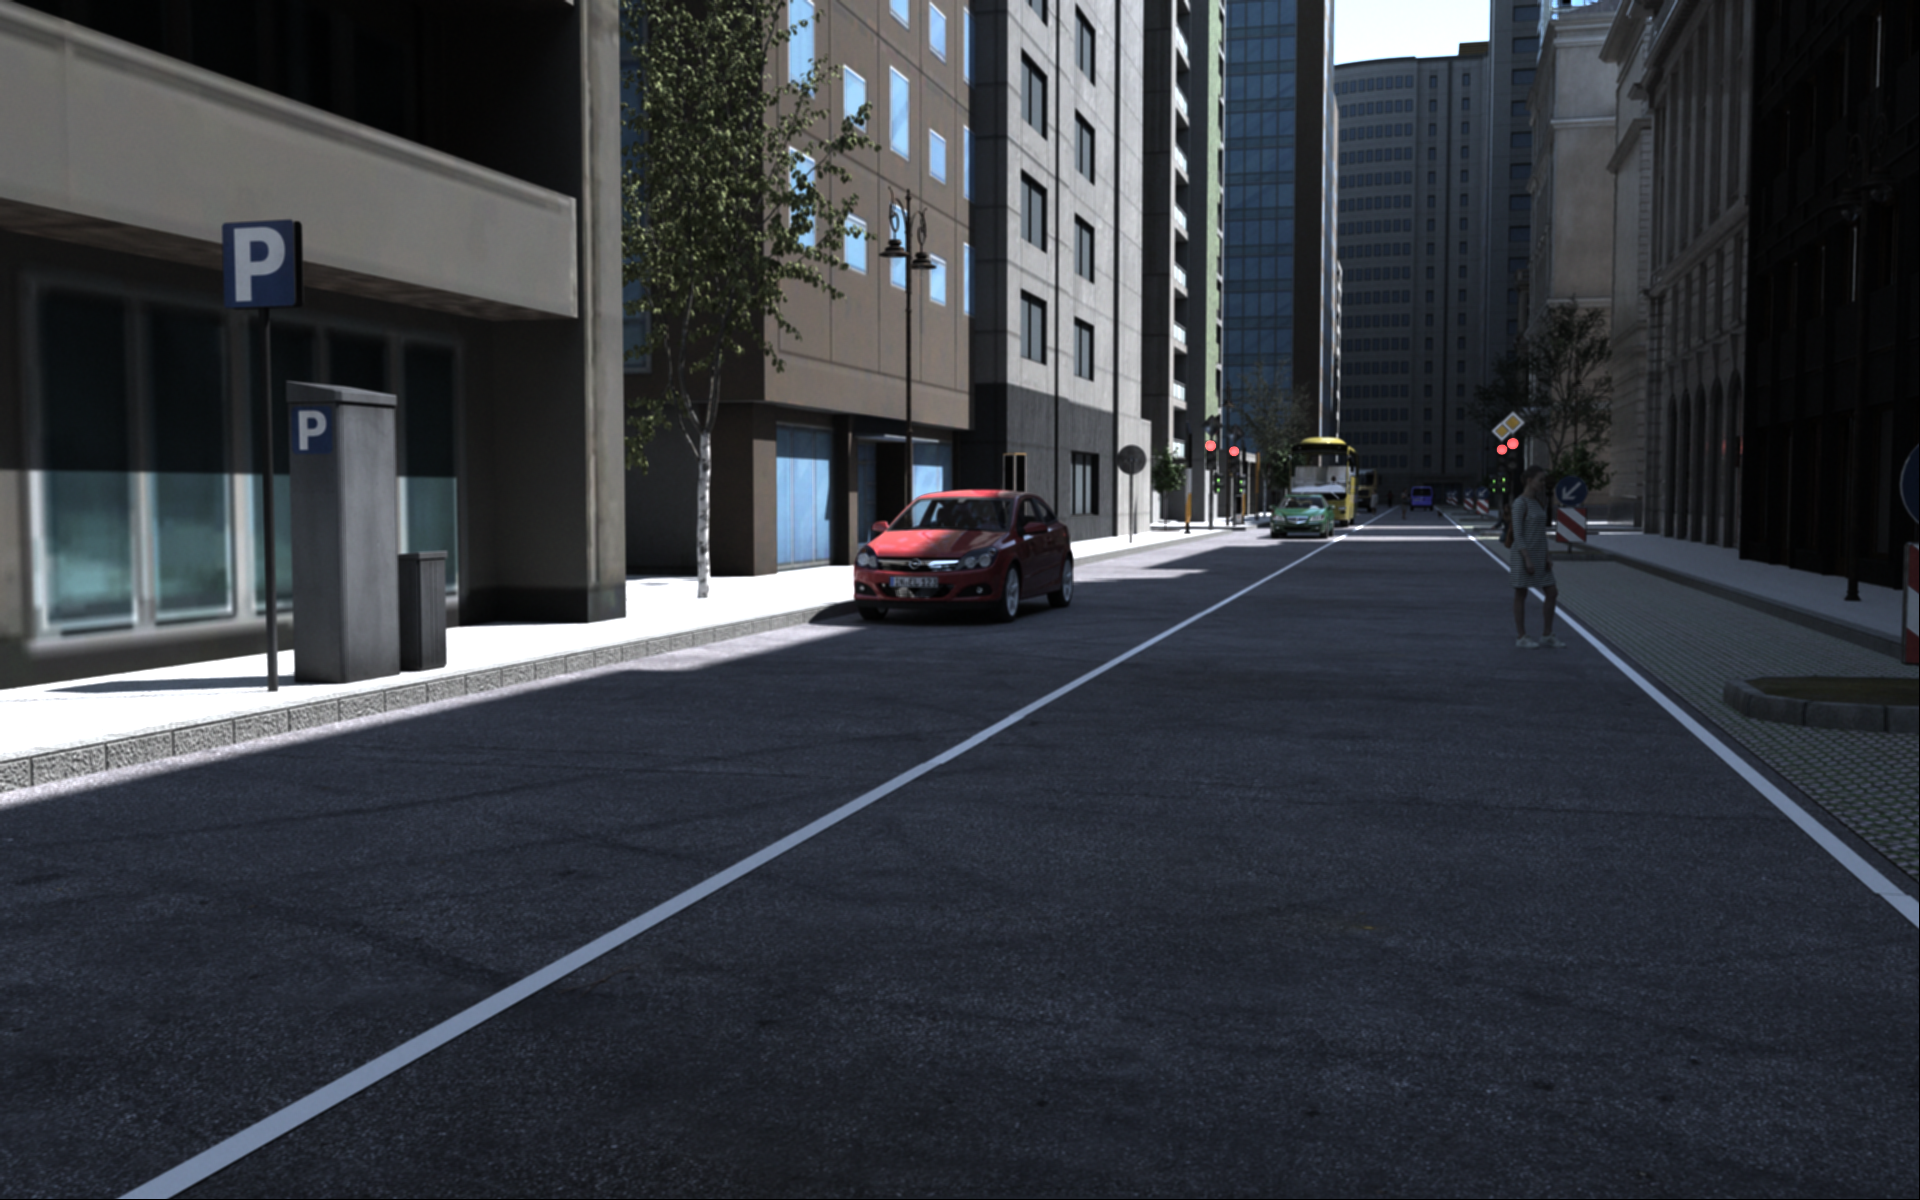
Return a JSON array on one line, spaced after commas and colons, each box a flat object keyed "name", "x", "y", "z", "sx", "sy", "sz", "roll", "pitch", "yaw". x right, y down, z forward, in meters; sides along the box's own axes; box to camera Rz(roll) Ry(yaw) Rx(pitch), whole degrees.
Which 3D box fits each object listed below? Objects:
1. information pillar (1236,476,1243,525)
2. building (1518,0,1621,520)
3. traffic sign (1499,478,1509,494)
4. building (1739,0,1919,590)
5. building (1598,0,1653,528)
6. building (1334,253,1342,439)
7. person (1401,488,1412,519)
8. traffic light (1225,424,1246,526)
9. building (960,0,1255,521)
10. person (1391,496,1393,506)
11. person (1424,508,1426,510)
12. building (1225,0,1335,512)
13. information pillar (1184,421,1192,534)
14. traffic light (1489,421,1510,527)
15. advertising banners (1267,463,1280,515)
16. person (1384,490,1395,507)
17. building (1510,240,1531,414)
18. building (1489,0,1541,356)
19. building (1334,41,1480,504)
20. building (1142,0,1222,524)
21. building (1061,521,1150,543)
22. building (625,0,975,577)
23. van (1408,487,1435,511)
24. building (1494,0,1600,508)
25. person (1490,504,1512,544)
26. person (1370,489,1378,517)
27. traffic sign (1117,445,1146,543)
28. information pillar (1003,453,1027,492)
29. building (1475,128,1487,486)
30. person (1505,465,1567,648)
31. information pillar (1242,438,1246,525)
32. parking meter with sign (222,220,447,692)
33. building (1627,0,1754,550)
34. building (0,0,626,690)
[{"name": "information pillar", "x": 11.531, "y": -4.107, "z": 71.634, "sx": 0.304, "sy": 2.012, "sz": 0.304, "roll": 1, "pitch": 4, "yaw": 10}, {"name": "building", "x": 37.775, "y": -18.803, "z": 93.328, "sx": 13.634, "sy": 28.700, "sz": 20.117, "roll": 1, "pitch": 4, "yaw": 15}, {"name": "traffic sign", "x": 32.100, "y": -6.200, "z": 102.552, "sx": 0.795, "sy": 2.450, "sz": 0.064, "roll": 1, "pitch": 4, "yaw": 20}, {"name": "building", "x": 19.271, "y": -11.898, "z": 24.215, "sx": 12.332, "sy": 23.373, "sz": 15.834, "roll": 1, "pitch": 4, "yaw": 15}, {"name": "building", "x": 35.744, "y": -14.583, "z": 67.316, "sx": 19.941, "sy": 23.489, "sz": 11.050, "roll": 1, "pitch": 4, "yaw": 15}, {"name": "building", "x": 38.810, "y": -26.772, "z": 209.429, "sx": 14.107, "sy": 30.474, "sz": 14.160, "roll": 1, "pitch": 4, "yaw": 15}, {"name": "person", "x": 25.312, "y": -5.474, "z": 98.362, "sx": 0.532, "sy": 1.782, "sz": 0.716, "roll": 2, "pitch": 4, "yaw": 32}, {"name": "traffic light", "x": 10.960, "y": -4.898, "z": 69.000, "sx": 0.839, "sy": 4.253, "sz": 0.868, "roll": 1, "pitch": 4, "yaw": 15}, {"name": "building", "x": 7.547, "y": -40.755, "z": 104.596, "sx": 20.563, "sy": 71.187, "sz": 20.611, "roll": 1, "pitch": 4, "yaw": 15}, {"name": "person", "x": 48.293, "y": -11.163, "z": 194.275, "sx": 1.065, "sy": 1.426, "sz": 0.557, "roll": -3, "pitch": 5, "yaw": -40}, {"name": "person", "x": 40.533, "y": -8.539, "z": 151.339, "sx": 0.697, "sy": 1.427, "sz": 0.421, "roll": 3, "pitch": 4, "yaw": 36}, {"name": "building", "x": 20.185, "y": -29.246, "z": 128.275, "sx": 14.600, "sy": 45.320, "sz": 14.200, "roll": 1, "pitch": 4, "yaw": 15}, {"name": "information pillar", "x": 7.351, "y": -3.937, "z": 55.723, "sx": 0.183, "sy": 3.616, "sz": 0.504, "roll": 0, "pitch": 4, "yaw": -5}, {"name": "traffic light", "x": 20.737, "y": -4.741, "z": 66.428, "sx": 0.839, "sy": 4.253, "sz": 0.868, "roll": 1, "pitch": 4, "yaw": 15}, {"name": "advertising banners", "x": 17.687, "y": -6.210, "z": 97.723, "sx": 0.090, "sy": 3.025, "sz": 2.074, "roll": -1, "pitch": 4, "yaw": -9}, {"name": "person", "x": 46.030, "y": -10.829, "z": 185.498, "sx": 1.348, "sy": 1.831, "sz": 0.705, "roll": -1, "pitch": 4, "yaw": -12}, {"name": "building", "x": 45.787, "y": -18.383, "z": 119.646, "sx": 14.460, "sy": 24.649, "sz": 34.723, "roll": 1, "pitch": 4, "yaw": 15}, {"name": "building", "x": 65.395, "y": -38.987, "z": 179.439, "sx": 21.231, "sy": 58.520, "sz": 28.212, "roll": 1, "pitch": 4, "yaw": 15}, {"name": "building", "x": 58.631, "y": -42.167, "z": 231.430, "sx": 28.212, "sy": 58.520, "sz": 21.231, "roll": 1, "pitch": 4, "yaw": 15}, {"name": "building", "x": 3.913, "y": -24.106, "z": 77.731, "sx": 14.154, "sy": 41.232, "sz": 14.086, "roll": 1, "pitch": 4, "yaw": 15}, {"name": "building", "x": -6.169, "y": -37.349, "z": 48.909, "sx": 20.611, "sy": 71.187, "sz": 20.563, "roll": 1, "pitch": 4, "yaw": 15}, {"name": "building", "x": -7.812, "y": -23.459, "z": 33.658, "sx": 14.600, "sy": 45.320, "sz": 14.200, "roll": 1, "pitch": 4, "yaw": 15}, {"name": "van", "x": 39.439, "y": -8.777, "z": 147.893, "sx": 2.240, "sy": 2.365, "sz": 5.245, "roll": 1, "pitch": 4, "yaw": 15}, {"name": "building", "x": 59.206, "y": -51.180, "z": 149.463, "sx": 22.319, "sy": 86.520, "sz": 31.000, "roll": 1, "pitch": 4, "yaw": 15}, {"name": "person", "x": 15.636, "y": -2.148, "z": 49.113, "sx": 1.012, "sy": 1.151, "sz": 0.738, "roll": 2, "pitch": 4, "yaw": 29}, {"name": "person", "x": 25.402, "y": -5.935, "z": 106.286, "sx": 0.466, "sy": 1.731, "sz": 0.760, "roll": 0, "pitch": 4, "yaw": 6}, {"name": "traffic sign", "x": 4.443, "y": -2.745, "z": 44.991, "sx": 0.768, "sy": 2.556, "sz": 0.104, "roll": 1, "pitch": 4, "yaw": 17}, {"name": "information pillar", "x": 0.992, "y": -1.646, "z": 31.401, "sx": 0.304, "sy": 2.012, "sz": 0.304, "roll": -3, "pitch": 5, "yaw": -43}, {"name": "building", "x": 67.995, "y": -33.728, "z": 201.555, "sx": 14.600, "sy": 45.320, "sz": 14.200, "roll": 1, "pitch": 4, "yaw": 15}, {"name": "person", "x": 5.323, "y": -0.406, "z": 16.148, "sx": 0.512, "sy": 1.701, "sz": 0.522, "roll": -3, "pitch": 5, "yaw": -42}, {"name": "information pillar", "x": 11.893, "y": -4.972, "z": 72.653, "sx": 0.183, "sy": 3.616, "sz": 0.504, "roll": 0, "pitch": 4, "yaw": -1}, {"name": "parking meter with sign", "x": -4.229, "y": -0.961, "z": 11.967, "sx": 0.543, "sy": 3.016, "sz": 1.738, "roll": 1, "pitch": 4, "yaw": 17}, {"name": "building", "x": 25.010, "y": -12.326, "z": 43.337, "sx": 13.314, "sy": 21.916, "sz": 24.055, "roll": 1, "pitch": 4, "yaw": 15}, {"name": "building", "x": -16.452, "y": -23.572, "z": 9.101, "sx": 21.300, "sy": 48.544, "sz": 21.600, "roll": 1, "pitch": 4, "yaw": 15}]
